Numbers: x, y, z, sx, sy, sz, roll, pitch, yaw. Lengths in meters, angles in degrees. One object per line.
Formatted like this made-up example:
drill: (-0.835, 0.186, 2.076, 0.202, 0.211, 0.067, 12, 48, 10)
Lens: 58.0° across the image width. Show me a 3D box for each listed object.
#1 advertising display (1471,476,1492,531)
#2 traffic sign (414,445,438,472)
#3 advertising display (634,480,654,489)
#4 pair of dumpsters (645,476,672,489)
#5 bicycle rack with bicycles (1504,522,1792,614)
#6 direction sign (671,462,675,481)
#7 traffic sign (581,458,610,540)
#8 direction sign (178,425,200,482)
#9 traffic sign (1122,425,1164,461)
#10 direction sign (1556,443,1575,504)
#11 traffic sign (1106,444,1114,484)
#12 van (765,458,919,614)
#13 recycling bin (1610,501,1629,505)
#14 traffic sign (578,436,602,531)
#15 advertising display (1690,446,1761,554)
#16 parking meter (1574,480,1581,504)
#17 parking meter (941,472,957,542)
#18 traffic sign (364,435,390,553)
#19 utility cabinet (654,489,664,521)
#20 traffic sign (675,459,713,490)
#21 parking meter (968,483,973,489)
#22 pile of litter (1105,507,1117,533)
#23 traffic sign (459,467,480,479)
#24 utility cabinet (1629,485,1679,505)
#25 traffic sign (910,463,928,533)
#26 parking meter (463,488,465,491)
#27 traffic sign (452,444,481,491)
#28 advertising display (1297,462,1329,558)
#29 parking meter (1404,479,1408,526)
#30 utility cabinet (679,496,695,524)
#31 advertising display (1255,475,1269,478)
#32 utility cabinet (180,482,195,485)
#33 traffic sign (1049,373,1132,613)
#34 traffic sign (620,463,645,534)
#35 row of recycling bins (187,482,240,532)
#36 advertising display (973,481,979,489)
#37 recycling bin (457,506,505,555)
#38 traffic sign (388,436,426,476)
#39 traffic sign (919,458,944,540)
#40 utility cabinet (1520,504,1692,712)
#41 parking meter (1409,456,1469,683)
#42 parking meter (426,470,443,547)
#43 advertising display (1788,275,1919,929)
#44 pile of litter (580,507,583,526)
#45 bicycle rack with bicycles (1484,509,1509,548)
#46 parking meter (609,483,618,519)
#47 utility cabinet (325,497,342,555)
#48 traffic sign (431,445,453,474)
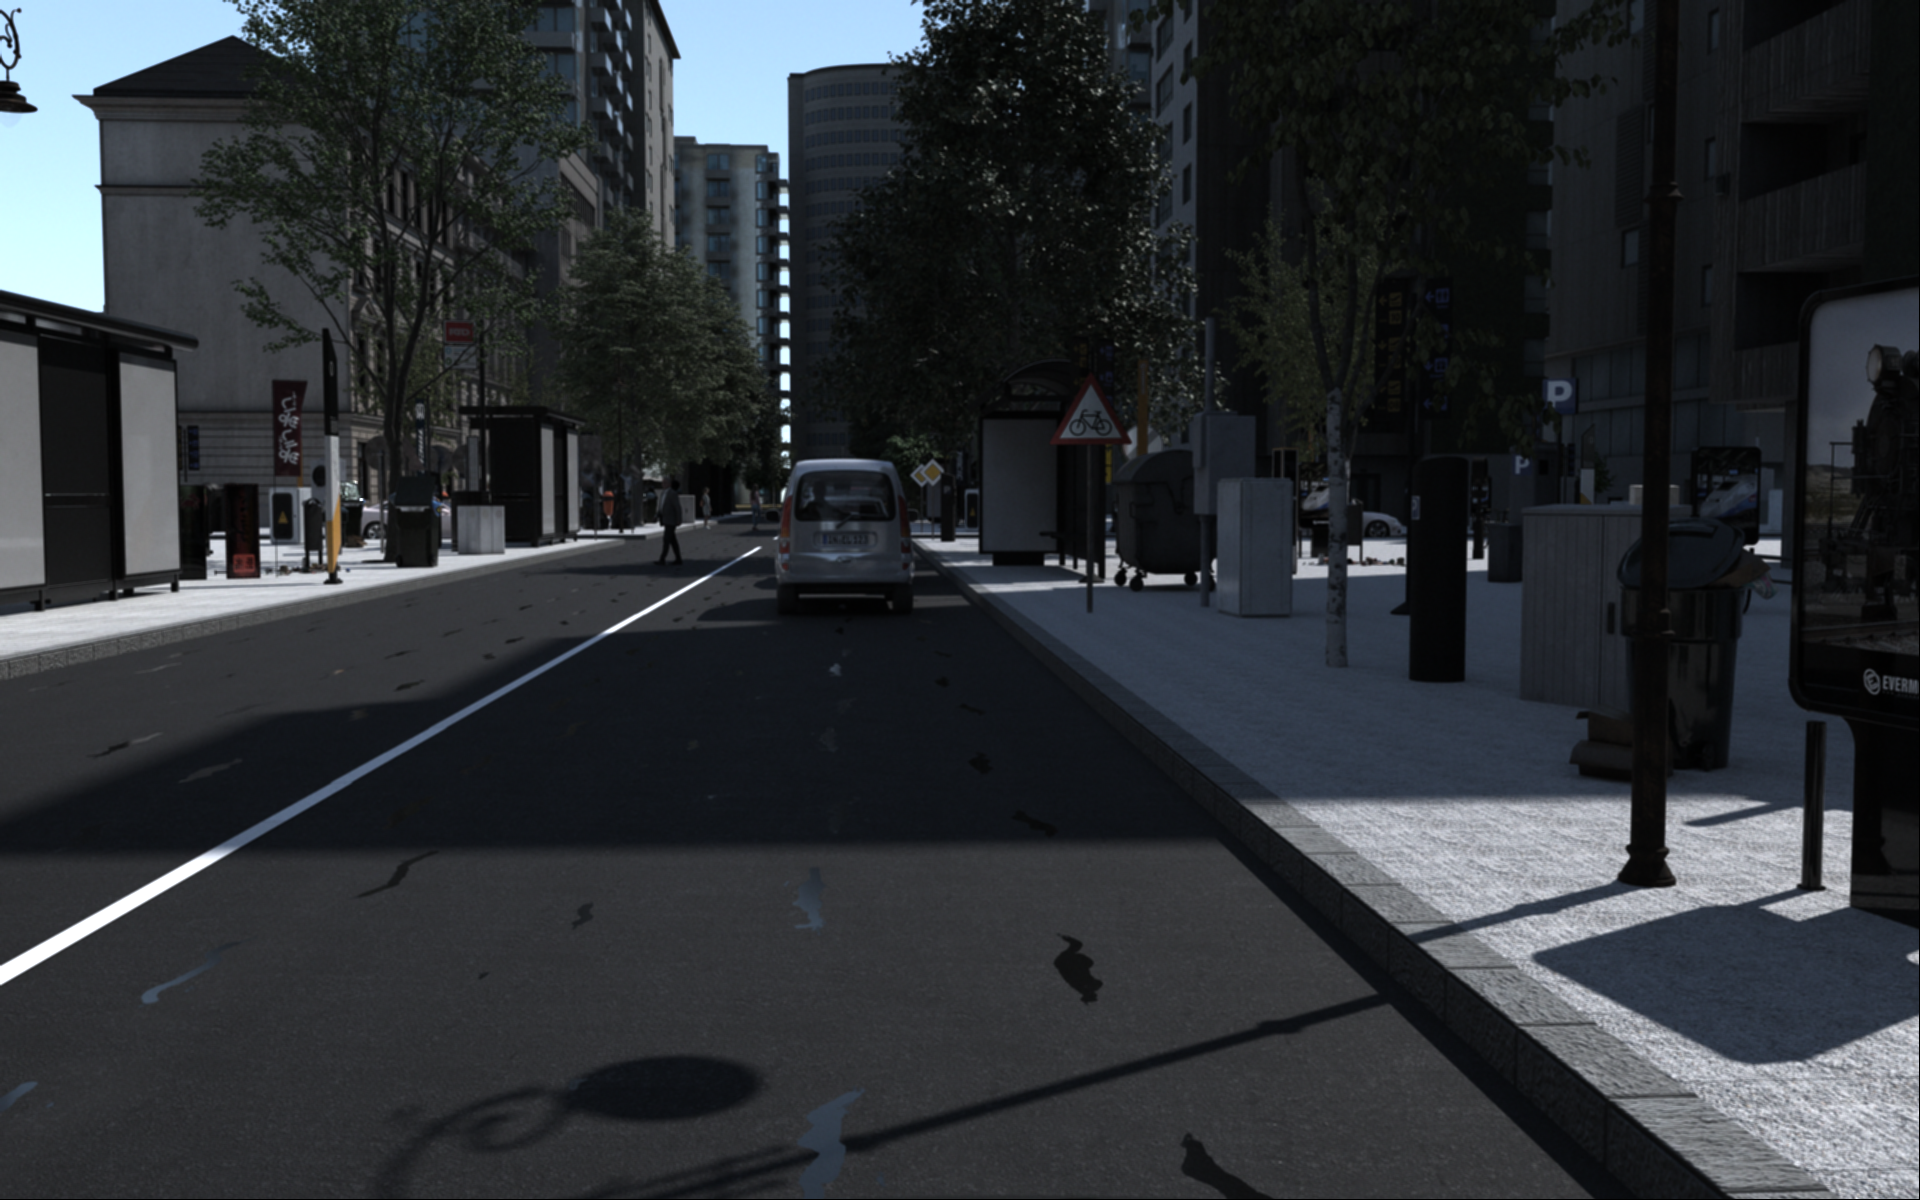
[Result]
advertising display: (18.256, -3.392, 60.673, 0.123, 1.923, 0.974, -1, 4, -20)
traffic sign: (-13.816, -2.722, 44.607, 0.768, 2.556, 0.104, 0, 4, 5)
advertising display: (-14.025, -4.375, 76.749, 0.974, 1.923, 0.123, -2, 4, -31)
pair of dumpsters: (-16.255, -5.535, 92.995, 1.574, 2.255, 4.437, 0, 4, -3)
bicycle rack with bicycles: (7.787, -0.338, 18.907, 2.852, 0.926, 2.925, 0, 4, 3)
direction sign: (-17.675, -7.037, 107.050, 0.379, 3.537, 0.876, -2, 4, -32)
traffic sign: (-10.090, -2.709, 47.932, 0.795, 2.450, 0.064, 0, 4, -3)
direction sign: (-25.558, -3.987, 57.181, 0.876, 3.537, 0.379, -1, 4, -9)
traffic sign: (3.343, -1.935, 31.744, 0.768, 2.556, 0.104, 0, 4, 4)
direction sign: (27.113, -5.235, 77.587, 0.876, 3.537, 0.379, -1, 4, -11)
traffic sign: (2.783, -3.080, 44.238, 2.265, 3.308, 0.079, 0, 4, -2)
van: (-1.496, -0.925, 22.132, 2.013, 2.044, 4.112, 0, 4, -5)
recycling bin: (24.458, -3.135, 63.818, 0.722, 1.027, 0.722, -3, 4, -36)
traffic sign: (-13.612, -4.072, 60.458, 2.265, 3.308, 0.079, 0, 4, 5)
advertising display: (10.413, -1.124, 23.588, 0.974, 1.923, 0.123, -1, 4, -9)
parking meter: (25.396, -4.002, 71.145, 0.255, 1.863, 0.399, 1, 4, 10)
parking meter: (-0.304, -2.507, 46.705, 0.399, 1.863, 0.255, 1, 4, 14)
traffic sign: (-12.562, -2.293, 37.602, 0.768, 2.556, 0.104, 0, 4, 4)
utility cabinet: (-14.539, -4.575, 83.488, 1.173, 1.500, 0.318, -2, 4, -28)
traffic sign: (-15.608, -6.599, 101.769, 2.265, 3.308, 0.079, 0, 4, -3)
parking meter: (0.562, -5.380, 93.666, 0.255, 1.863, 0.399, -1, 4, -13)
pile of litter: (5.378, -2.630, 56.965, 1.176, 0.858, 1.719, -1, 4, -9)
traffic sign: (-13.669, -2.823, 48.293, 0.606, 2.300, 0.079, 0, 4, 6)
utility cabinet: (17.520, -2.143, 43.722, 1.173, 1.500, 0.318, 0, 4, -7)
traffic sign: (-1.248, -3.230, 56.448, 0.795, 2.450, 0.064, 0, 4, -3)
parking meter: (-13.332, -2.375, 47.250, 0.372, 1.533, 0.369, 0, 3, 0)
traffic sign: (-12.608, -2.701, 44.274, 0.768, 2.556, 0.104, 0, 4, 6)
advertising display: (7.301, -1.826, 35.067, 0.974, 1.923, 0.123, -1, 4, -11)
parking meter: (17.826, -3.853, 68.708, 0.255, 1.863, 0.399, -1, 4, -18)
utility cabinet: (-12.036, -3.915, 75.168, 1.020, 1.237, 0.306, 0, 4, -1)
advertising display: (10.161, -3.335, 59.738, 0.974, 1.923, 0.123, 2, 4, 26)
utility cabinet: (-13.931, -1.373, 31.126, 0.318, 1.500, 1.173, -2, 4, -29)
traffic sign: (1.404, -1.142, 18.676, 0.884, 2.594, 0.081, 0, 4, 1)
traffic sign: (-10.576, -3.196, 55.902, 0.795, 2.450, 0.064, 0, 4, -3)
row of recycling bins: (-26.059, -3.178, 59.068, 3.534, 1.692, 1.069, 0, 4, 4)
advertising display: (0.913, -4.983, 86.684, 0.123, 1.923, 0.974, -1, 4, -22)
recycling bin: (-10.214, -1.492, 36.941, 0.722, 1.027, 0.722, 3, 4, 36)
traffic sign: (-12.490, -2.389, 39.065, 0.884, 2.594, 0.081, 0, 4, 1)
traffic sign: (-0.762, -2.742, 48.478, 0.795, 2.450, 0.064, 0, 4, -3)
utility cabinet: (3.850, 0.046, 10.408, 0.306, 1.237, 1.020, -2, 4, -29)
parking meter: (3.293, -0.214, 11.915, 0.372, 1.533, 0.369, 0, 3, 0)
parking meter: (-12.653, -2.195, 41.604, 0.399, 1.863, 0.255, -2, 4, -29)
advertising display: (2.855, 0.003, 5.165, 0.123, 1.923, 0.974, -1, 4, -12)
pile of litter: (-15.454, -3.427, 69.989, 1.176, 0.858, 1.719, 2, 4, 25)
bicycle rack with bicycles: (13.440, -1.702, 41.211, 2.925, 0.926, 2.852, -2, 4, -29)
parking meter: (-18.041, -5.169, 90.232, 0.255, 1.863, 0.399, 3, 4, 38)
utility cabinet: (-13.386, -1.582, 37.024, 0.306, 1.237, 1.020, -1, 4, -22)
traffic sign: (-13.552, -2.744, 44.963, 0.768, 2.556, 0.104, 0, 4, -1)
